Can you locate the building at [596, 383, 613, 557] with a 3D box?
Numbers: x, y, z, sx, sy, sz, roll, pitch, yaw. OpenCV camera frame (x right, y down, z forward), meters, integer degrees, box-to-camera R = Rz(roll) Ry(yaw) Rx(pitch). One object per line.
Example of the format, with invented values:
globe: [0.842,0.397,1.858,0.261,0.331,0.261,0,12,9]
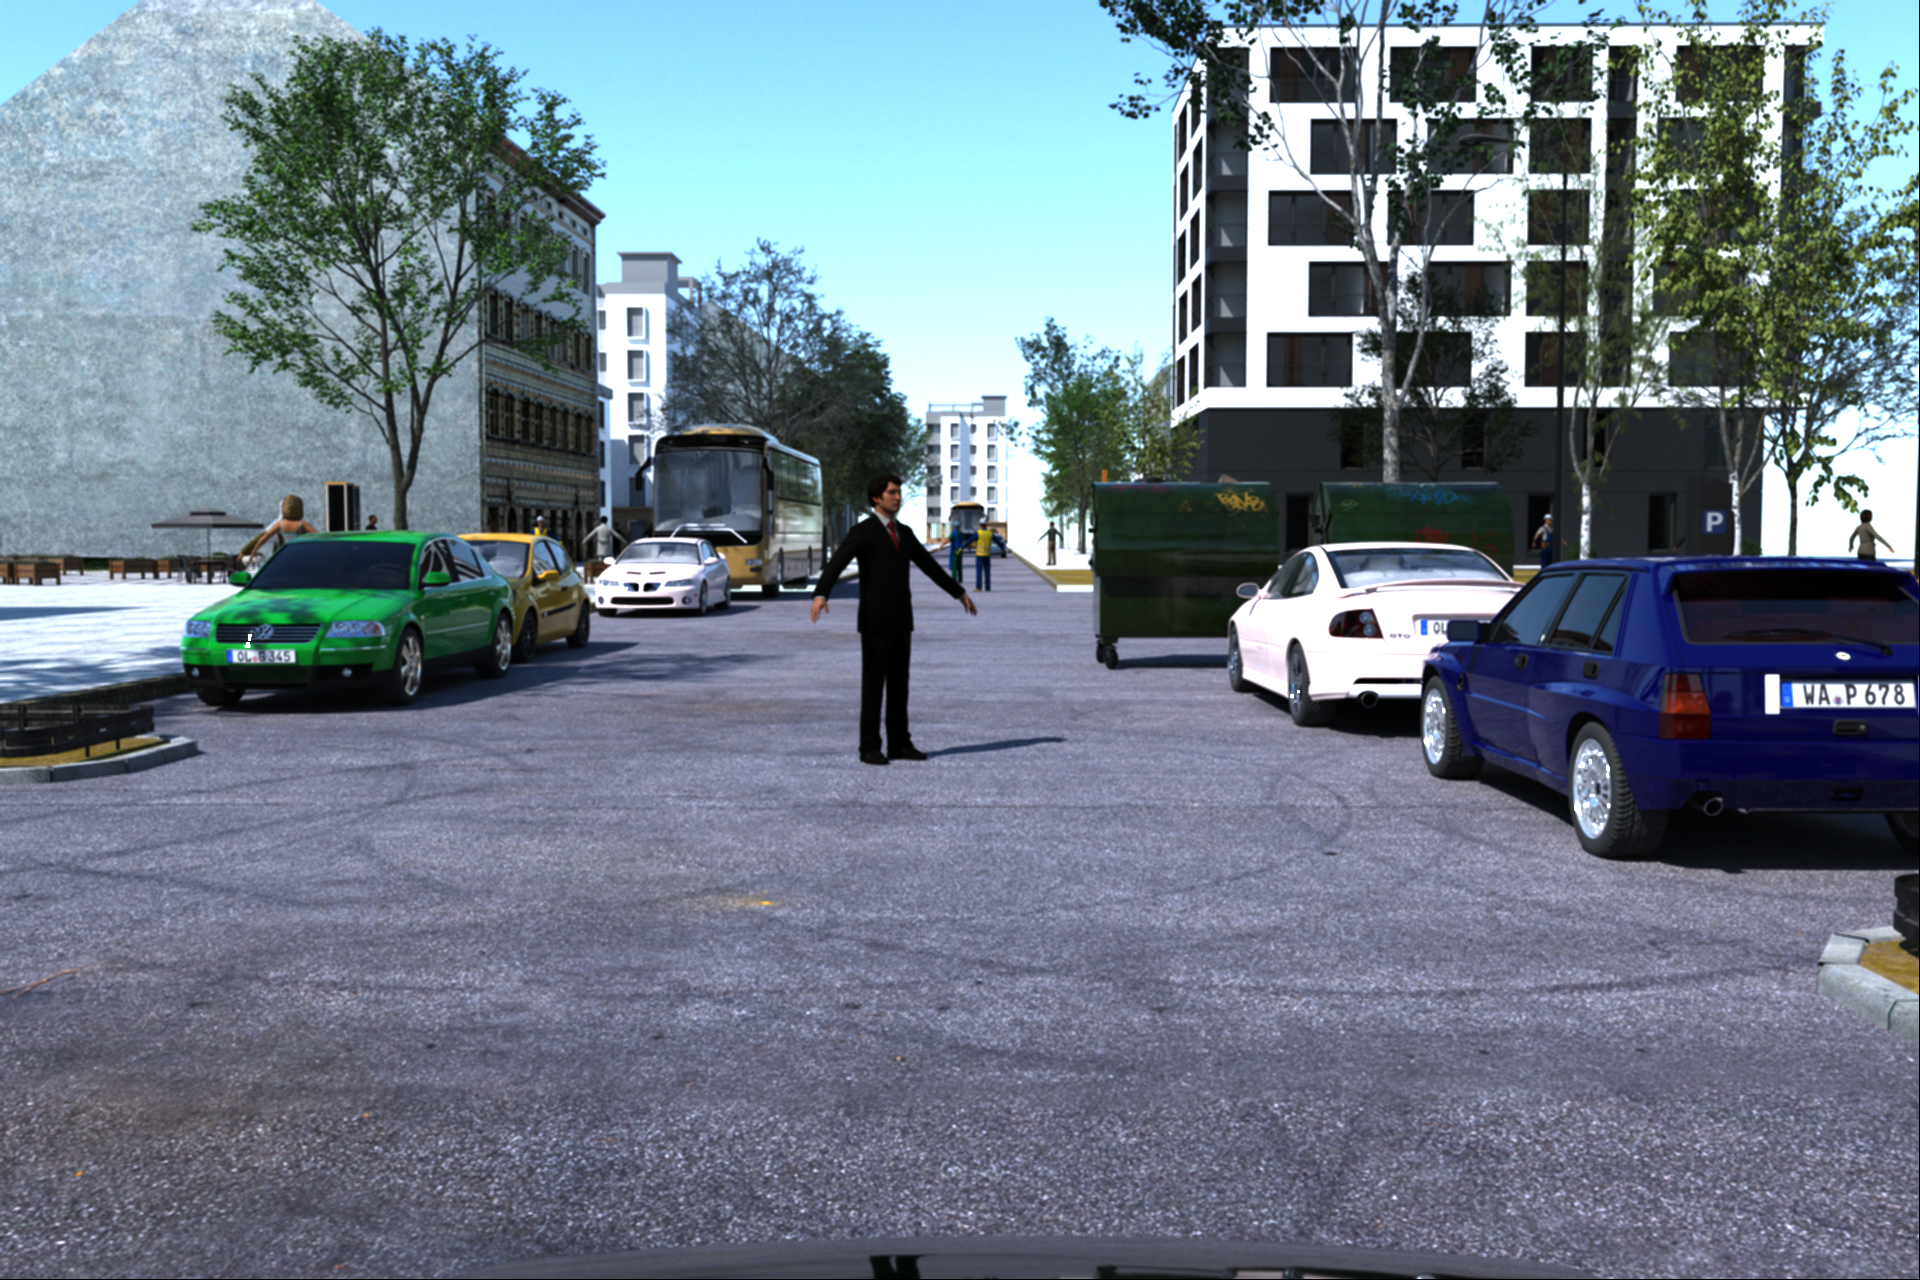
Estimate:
building: [-24.614,-9.679,100.397,9.099,9.664,28.070,0,4,1]

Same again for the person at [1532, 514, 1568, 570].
person: [16.759,-2.660,49.349,1.347,1.847,0.705,-2,4,-28]

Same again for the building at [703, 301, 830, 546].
building: [-23.137,-20.833,171.553,19.493,23.208,18.063,0,4,1]

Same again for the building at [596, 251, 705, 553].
building: [-24.350,-15.954,117.262,16.016,20.090,11.380,0,4,1]

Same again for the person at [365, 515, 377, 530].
person: [-16.222,-2.552,47.948,0.704,1.802,1.346,0,4,4]

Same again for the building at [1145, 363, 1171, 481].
building: [28.429,-20.697,169.325,19.493,23.208,18.063,0,4,1]

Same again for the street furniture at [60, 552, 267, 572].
street furniture: [-29.593,-2.762,60.781,10.072,0.657,5.734,0,4,6]

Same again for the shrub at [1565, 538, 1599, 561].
shrub: [19.849,-2.704,55.321,1.383,1.207,1.383,0,3,0]

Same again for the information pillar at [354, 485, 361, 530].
information pillar: [-9.248,-1.326,26.172,0.304,2.012,0.304,0,4,1]

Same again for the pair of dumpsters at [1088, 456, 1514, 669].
pair of dumpsters: [3.608,-0.847,18.794,4.436,2.255,1.574,0,4,1]

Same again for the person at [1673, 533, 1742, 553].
person: [15.116,-1.776,35.098,1.348,1.821,0.705,3,5,41]

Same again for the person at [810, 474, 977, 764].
person: [-0.447,-0.139,10.914,1.347,1.806,0.705,-3,5,-43]

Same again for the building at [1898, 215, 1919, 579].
building: [30.292,-15.422,31.742,16.754,29.471,25.880,0,4,1]

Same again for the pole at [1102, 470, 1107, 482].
pole: [4.591,-3.742,55.026,0.158,3.312,0.155,0,3,0]

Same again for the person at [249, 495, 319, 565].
person: [-8.013,-0.877,20.956,1.214,1.753,0.721,0,4,1]

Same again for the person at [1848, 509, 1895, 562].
person: [16.918,-1.556,32.203,0.721,1.744,1.215,-1,4,-9]

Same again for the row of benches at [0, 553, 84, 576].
row of benches: [-29.072,-2.403,54.748,4.104,0.672,1.422,2,4,33]

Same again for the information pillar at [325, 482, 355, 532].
information pillar: [-8.858,-1.242,24.806,0.304,2.012,0.304,0,4,1]

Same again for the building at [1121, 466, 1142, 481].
building: [25.548,-16.693,215.081,9.099,9.664,28.070,0,4,1]

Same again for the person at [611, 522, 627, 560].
person: [-15.874,-4.526,79.936,1.347,1.837,0.705,2,4,26]

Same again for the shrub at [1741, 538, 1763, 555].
shrub: [25.765,-2.786,56.668,1.383,1.207,1.383,0,3,0]

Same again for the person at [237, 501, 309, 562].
person: [-8.874,-0.982,22.827,1.217,1.736,0.721,-2,4,-33]

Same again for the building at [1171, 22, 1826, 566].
building: [24.204,-14.804,86.023,27.936,21.610,32.646,0,4,1]

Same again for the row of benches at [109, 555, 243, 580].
row of benches: [-22.773,-2.150,50.608,1.422,0.672,4.104,2,4,30]

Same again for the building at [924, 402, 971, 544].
building: [-4.573,-23.305,239.916,11.380,20.090,16.016,0,4,1]

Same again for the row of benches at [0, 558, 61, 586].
row of benches: [-24.223,-1.761,44.256,4.104,0.672,1.422,3,4,37]

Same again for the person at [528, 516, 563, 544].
person: [-11.419,-2.494,47.244,1.216,1.772,0.721,-1,4,-19]

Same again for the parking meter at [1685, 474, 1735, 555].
parking meter: [7.307,-0.684,16.900,0.399,1.863,0.255,0,4,1]

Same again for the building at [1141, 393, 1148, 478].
building: [29.843,-21.831,187.862,19.493,23.208,18.063,0,4,1]

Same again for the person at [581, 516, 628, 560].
person: [-10.242,-2.674,49.911,1.347,1.806,0.705,0,4,-5]

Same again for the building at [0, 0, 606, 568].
building: [-26.759,-14.831,73.415,19.493,23.208,18.063,0,4,2]

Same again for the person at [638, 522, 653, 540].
person: [-14.138,-4.513,79.569,1.354,1.856,0.705,-1,4,-12]

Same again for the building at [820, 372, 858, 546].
building: [-21.703,-20.726,205.327,16.747,18.905,31.486,0,4,1]

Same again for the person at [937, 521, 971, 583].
person: [-0.122,-2.561,50.451,1.347,1.817,0.704,-3,5,-44]

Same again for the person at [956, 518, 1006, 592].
person: [0.567,-2.124,43.160,1.349,1.833,0.705,-1,4,-22]

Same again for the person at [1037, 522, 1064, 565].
person: [3.757,-3.968,71.149,1.348,1.796,0.705,-2,4,-33]

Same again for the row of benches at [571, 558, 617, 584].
row of benches: [-9.241,-1.804,44.959,4.104,0.672,1.422,-2,4,-28]
